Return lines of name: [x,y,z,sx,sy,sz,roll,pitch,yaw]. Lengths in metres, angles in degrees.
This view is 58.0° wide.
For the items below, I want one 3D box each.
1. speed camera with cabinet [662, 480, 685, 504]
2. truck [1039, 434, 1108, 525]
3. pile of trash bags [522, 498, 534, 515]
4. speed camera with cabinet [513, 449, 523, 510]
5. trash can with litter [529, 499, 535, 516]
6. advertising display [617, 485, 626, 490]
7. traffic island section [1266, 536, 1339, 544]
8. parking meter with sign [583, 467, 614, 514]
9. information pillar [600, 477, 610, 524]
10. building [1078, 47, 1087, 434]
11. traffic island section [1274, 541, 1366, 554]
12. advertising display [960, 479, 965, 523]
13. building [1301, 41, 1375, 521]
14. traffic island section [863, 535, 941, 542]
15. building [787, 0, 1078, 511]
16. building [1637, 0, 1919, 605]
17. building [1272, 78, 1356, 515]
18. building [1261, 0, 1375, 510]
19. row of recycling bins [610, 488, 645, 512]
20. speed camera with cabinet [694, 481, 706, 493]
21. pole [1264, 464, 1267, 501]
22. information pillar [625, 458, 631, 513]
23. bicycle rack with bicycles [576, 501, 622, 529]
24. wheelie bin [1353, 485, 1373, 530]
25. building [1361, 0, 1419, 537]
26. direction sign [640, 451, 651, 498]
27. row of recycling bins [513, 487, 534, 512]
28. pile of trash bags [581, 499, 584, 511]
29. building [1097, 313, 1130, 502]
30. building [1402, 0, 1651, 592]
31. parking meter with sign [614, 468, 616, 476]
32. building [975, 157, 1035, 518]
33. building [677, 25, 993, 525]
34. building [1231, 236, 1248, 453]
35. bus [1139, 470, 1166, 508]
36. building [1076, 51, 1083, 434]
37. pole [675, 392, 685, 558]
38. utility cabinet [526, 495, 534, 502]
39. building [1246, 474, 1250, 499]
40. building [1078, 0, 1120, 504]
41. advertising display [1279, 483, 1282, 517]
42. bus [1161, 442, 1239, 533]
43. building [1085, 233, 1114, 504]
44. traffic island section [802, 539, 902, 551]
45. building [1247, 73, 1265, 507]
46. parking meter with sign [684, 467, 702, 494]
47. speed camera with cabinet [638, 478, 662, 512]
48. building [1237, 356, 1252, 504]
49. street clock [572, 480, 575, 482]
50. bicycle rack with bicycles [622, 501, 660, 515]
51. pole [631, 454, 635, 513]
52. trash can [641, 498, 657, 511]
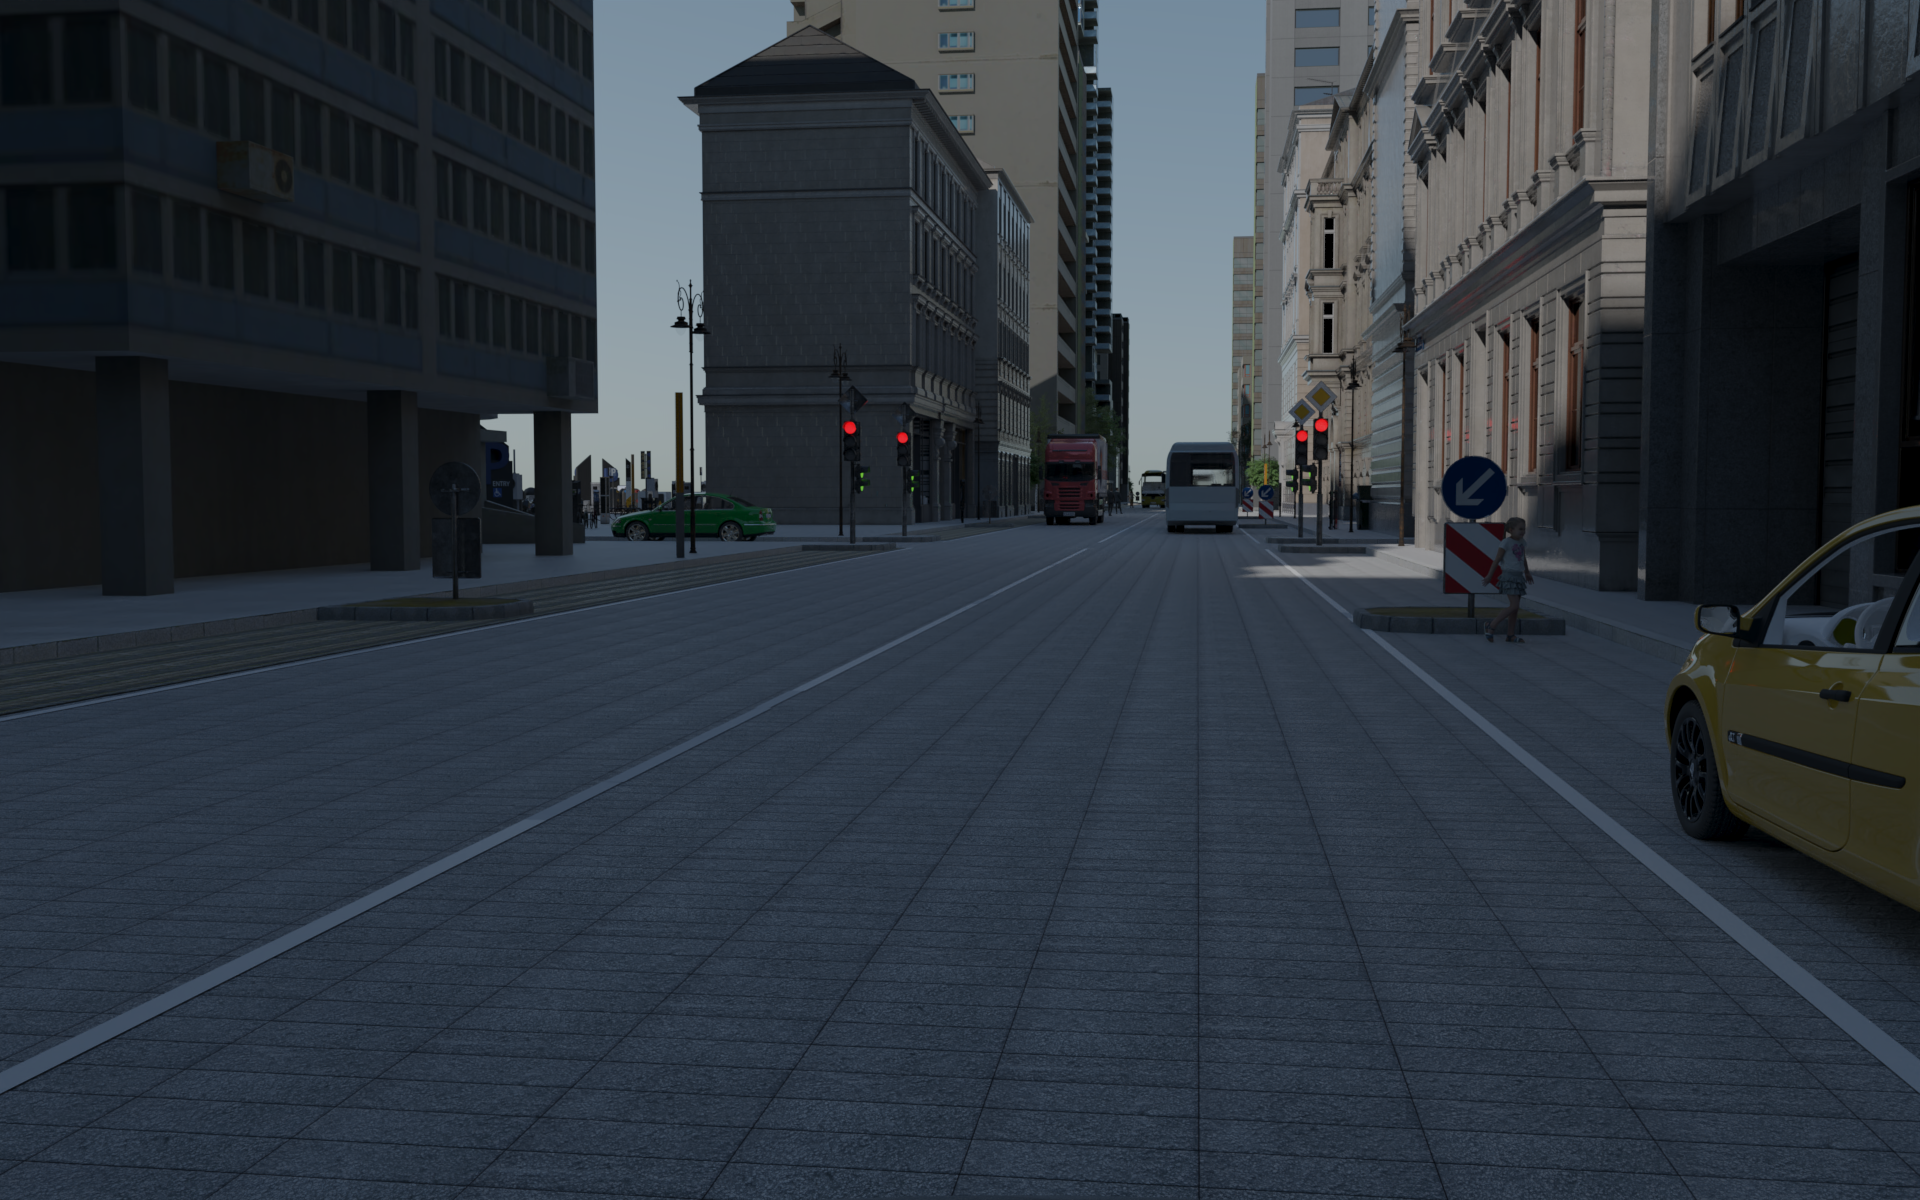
speed camera with cabinet: [-19.054,-7.295,113.611,2.038,3.252,0.660,2,4,25]
truck: [5.589,-5.765,83.177,2.839,4.237,11.283,0,4,7]
pile of trash bags: [-21.933,-4.722,86.955,1.912,1.369,3.447,1,4,18]
speed camera with cabinet: [-20.404,-5.029,76.564,2.038,3.252,0.660,1,4,13]
trash can with litter: [-14.250,-2.926,59.235,0.624,1.170,1.055,1,4,11]
advertising display: [-24.465,-7.393,126.085,0.974,1.923,0.123,0,4,5]
traffic island section: [10.069,-1.764,51.125,2.009,0.180,2.903,0,4,8]
parking meter with sign: [-23.652,-7.130,112.835,1.738,3.016,0.543,0,4,2]
information pillar: [-15.210,-4.261,74.163,0.304,2.012,0.304,1,4,17]
building: [4.982,-31.804,170.108,14.600,45.320,14.200,0,4,8]
traffic island section: [8.983,-1.280,43.214,2.009,0.180,2.903,0,4,8]
advertising display: [0.101,-4.366,76.597,0.123,1.923,0.974,0,4,-5]
building: [24.556,-16.349,86.394,14.460,24.649,34.723,0,4,8]
traffic island section: [-1.711,-1.863,52.741,2.009,0.180,2.903,0,4,8]
building: [-1.971,-31.501,138.736,21.300,48.544,21.600,0,4,8]
building: [12.866,-11.726,9.741,12.078,24.808,19.932,0,4,8]
building: [27.980,-20.075,114.136,13.634,28.700,20.117,0,4,8]
building: [36.824,-37.128,149.035,21.231,58.520,28.212,0,4,8]
row of recycling bins: [-23.318,-7.042,122.250,3.534,1.692,1.069,-3,5,-40]
speed camera with cabinet: [-17.861,-7.637,119.207,2.038,3.252,0.660,3,5,43]
pole: [20.553,-7.506,116.563,0.158,3.312,0.155,0,3,0]
information pillar: [-21.337,-7.363,111.747,0.504,3.616,0.183,0,4,1]
bicycle rack with bicycles: [-14.560,-3.157,65.000,2.852,0.926,2.925,0,4,4]
wheelie bin: [14.481,-3.303,61.908,0.980,1.594,0.693,0,4,-1]
building: [22.827,-13.769,54.008,19.941,23.489,11.050,0,4,8]
direction sign: [-16.455,-6.041,90.770,0.876,3.537,0.379,3,5,44]
row of recycling bins: [-26.643,-5.843,102.640,3.534,1.692,1.069,-3,4,-39]
pile of trash bags: [-22.057,-5.339,97.047,1.912,1.369,3.447,-1,4,-17]
building: [19.350,-30.656,272.930,14.160,30.474,14.107,0,4,8]
building: [14.639,-11.921,31.071,11.583,22.565,21.152,0,4,8]
parking meter with sign: [-23.883,-7.339,116.247,1.738,3.016,0.543,2,4,33]
building: [-1.334,-15.451,101.782,9.793,20.994,18.267,0,4,8]
building: [-6.204,-13.575,72.861,10.553,20.767,40.483,0,4,8]
building: [50.174,-36.157,274.768,14.154,41.232,14.086,0,4,8]
bus: [20.158,-11.496,179.503,2.896,3.916,12.252,0,4,8]
building: [3.513,-28.905,156.185,14.154,41.232,14.086,0,4,8]
pole: [-5.630,-2.503,34.771,0.158,3.312,0.155,0,3,0]
utility cabinet: [-22.540,-4.941,91.949,0.306,1.237,1.020,3,4,37]
building: [41.972,-45.834,187.643,20.563,71.187,20.611,0,4,8]
building: [12.205,-57.276,249.129,22.319,86.520,31.000,0,4,8]
advertising display: [18.002,-5.634,97.333,0.123,1.923,0.974,1,4,12]
bus: [9.332,-4.454,67.680,2.948,3.499,13.247,0,4,7]
building: [3.516,-32.547,224.029,32.217,40.220,23.993,0,4,8]
traffic island section: [-2.797,-1.379,44.830,2.009,0.180,2.903,0,4,8]
building: [35.996,-29.810,170.982,14.154,41.232,14.086,0,4,8]
parking meter with sign: [-17.444,-7.029,111.191,1.738,3.016,0.543,0,4,1]
speed camera with cabinet: [-17.301,-6.226,96.131,0.660,3.252,2.038,0,4,7]
building: [51.033,-23.510,229.428,27.650,21.520,28.899,0,4,8]
street clock: [-23.949,-6.341,108.242,0.471,2.002,0.358,-1,4,-12]
bicycle rack with bicycles: [-16.280,-4.342,84.380,2.925,0.926,2.852,0,4,-8]
pole: [-16.737,-5.796,88.600,0.158,3.312,0.155,0,3,0]
trash can: [-12.779,-3.640,71.161,0.748,1.137,0.748,0,3,0]
